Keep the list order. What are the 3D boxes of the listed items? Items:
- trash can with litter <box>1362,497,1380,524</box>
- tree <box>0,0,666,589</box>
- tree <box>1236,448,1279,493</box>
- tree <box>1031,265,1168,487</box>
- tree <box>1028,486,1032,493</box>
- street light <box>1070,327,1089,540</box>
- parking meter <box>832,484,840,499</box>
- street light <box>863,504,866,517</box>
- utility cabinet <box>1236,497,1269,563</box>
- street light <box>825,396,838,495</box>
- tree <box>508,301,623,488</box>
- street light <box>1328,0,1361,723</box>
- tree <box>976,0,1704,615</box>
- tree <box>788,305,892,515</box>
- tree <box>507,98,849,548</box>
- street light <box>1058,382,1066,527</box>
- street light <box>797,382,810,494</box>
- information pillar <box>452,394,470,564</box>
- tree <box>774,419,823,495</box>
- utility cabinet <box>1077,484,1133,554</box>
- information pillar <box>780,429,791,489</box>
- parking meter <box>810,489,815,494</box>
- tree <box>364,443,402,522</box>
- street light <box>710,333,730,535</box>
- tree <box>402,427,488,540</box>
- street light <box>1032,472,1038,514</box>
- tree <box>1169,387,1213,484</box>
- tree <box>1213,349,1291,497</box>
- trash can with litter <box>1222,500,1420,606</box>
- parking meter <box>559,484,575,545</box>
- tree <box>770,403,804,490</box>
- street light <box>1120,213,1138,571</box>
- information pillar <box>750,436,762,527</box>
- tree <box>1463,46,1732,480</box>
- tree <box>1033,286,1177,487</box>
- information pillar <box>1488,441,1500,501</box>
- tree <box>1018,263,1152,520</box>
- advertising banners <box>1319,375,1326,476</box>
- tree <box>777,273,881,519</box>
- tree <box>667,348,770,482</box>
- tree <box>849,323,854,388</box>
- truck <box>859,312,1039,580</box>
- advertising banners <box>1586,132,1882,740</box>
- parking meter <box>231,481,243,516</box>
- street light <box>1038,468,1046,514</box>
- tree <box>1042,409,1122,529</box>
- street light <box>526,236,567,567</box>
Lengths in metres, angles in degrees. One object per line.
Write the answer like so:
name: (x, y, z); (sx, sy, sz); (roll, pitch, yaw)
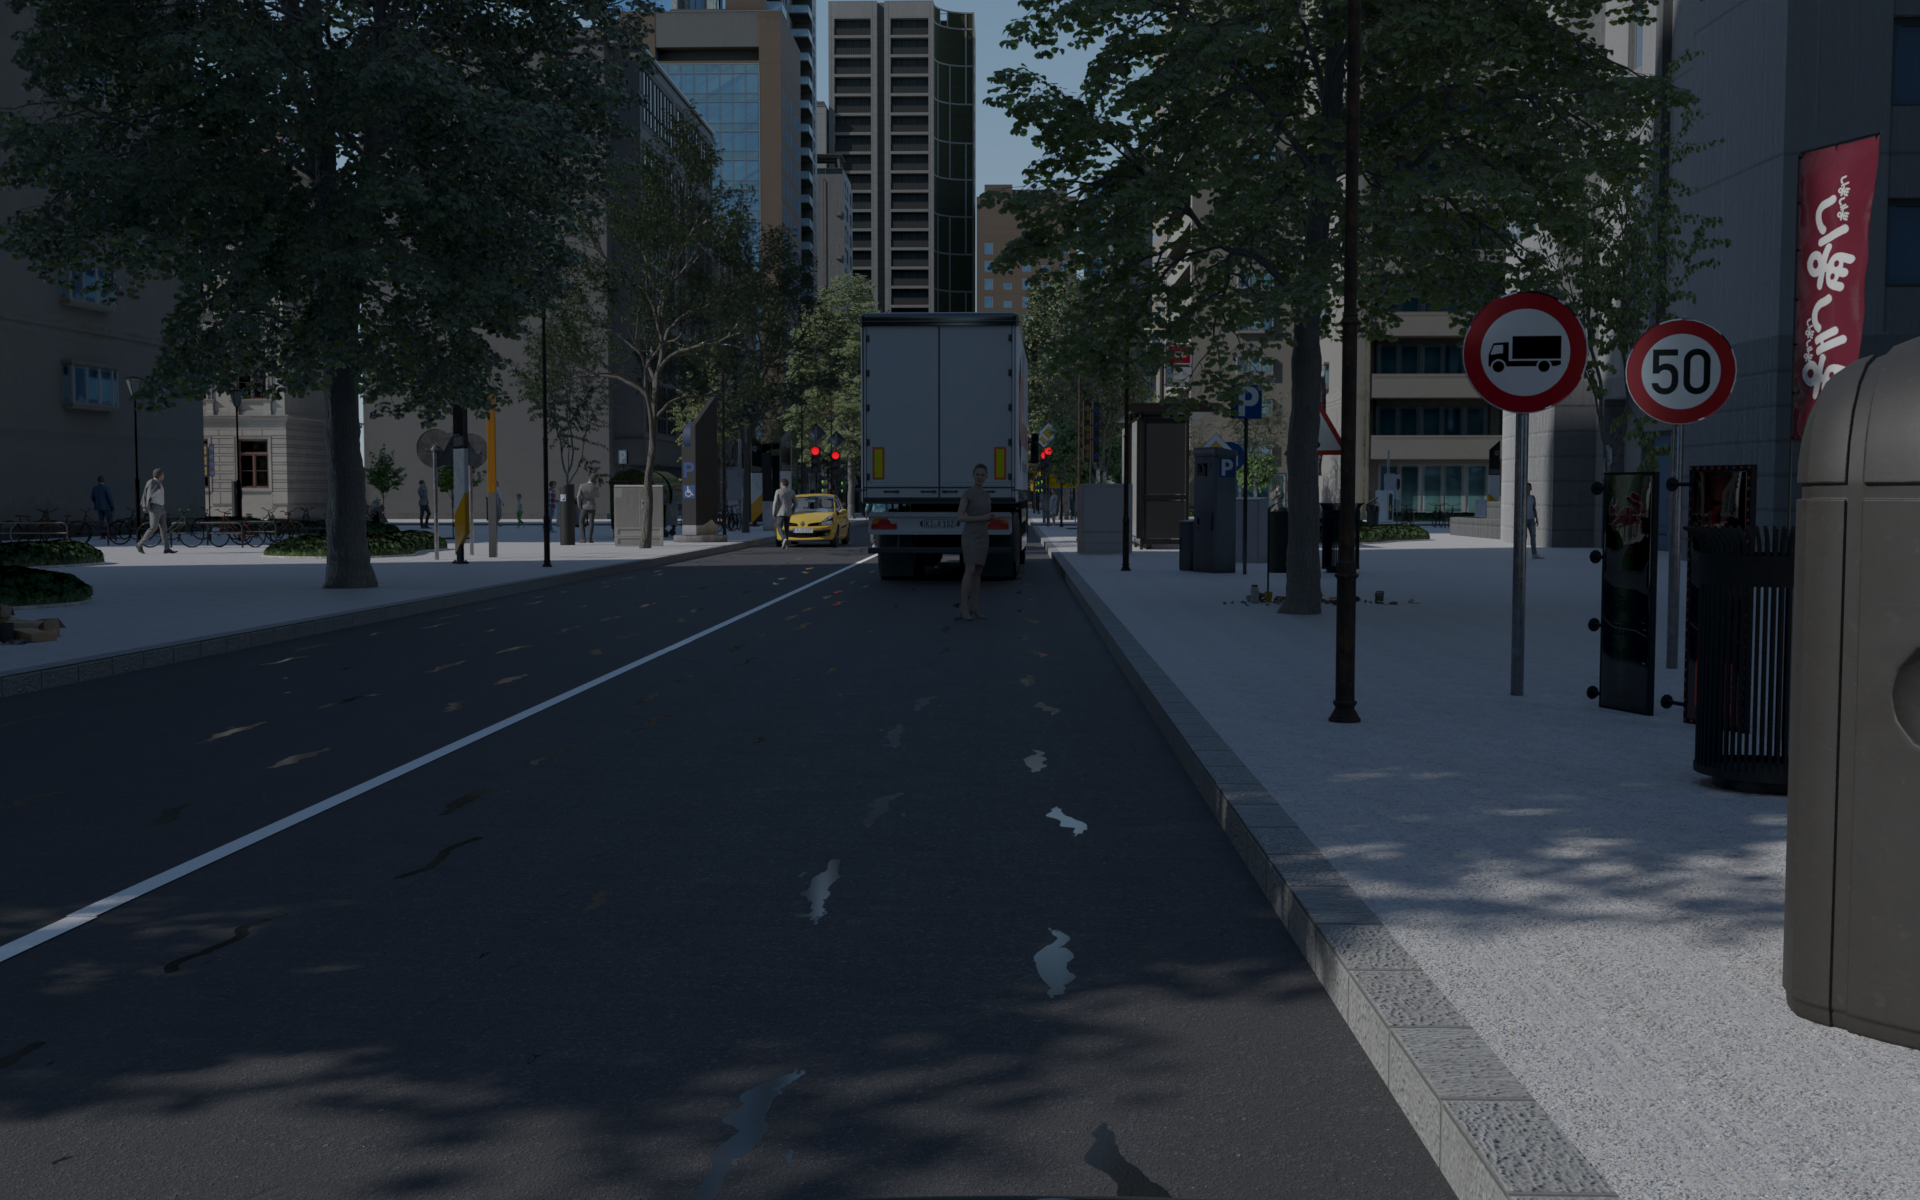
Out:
trash can with litter: (16.133, -3.508, 68.750); (1.055, 1.170, 0.624); (1, 4, 18)
tree: (-8.355, -7.133, 23.275); (9.857, 13.997, 8.962); (0, 3, 0)
tree: (20.417, -8.307, 119.528); (4.285, 4.588, 4.351); (0, 3, 0)
tree: (4.184, -6.268, 52.848); (4.360, 8.622, 3.978); (0, 3, 0)
tree: (9.160, -13.474, 214.905); (1.663, 3.219, 1.824); (0, 3, 0)
street light: (3.294, -4.587, 47.789); (0.468, 5.910, 1.993); (0, 4, 2)
parking meter: (-6.897, -5.536, 96.227); (0.255, 1.863, 0.399); (3, 5, 42)
street light: (-5.317, -7.575, 96.643); (0.468, 5.910, 1.993); (0, 4, 2)
utility cabinet: (5.315, -1.305, 32.503); (0.306, 1.237, 1.020); (-3, 4, -36)
street light: (-5.816, -6.457, 78.356); (0.468, 5.910, 1.993); (0, 4, 2)
tree: (-14.049, -6.824, 61.932); (4.360, 8.622, 3.978); (0, 3, 0)
street light: (2.171, -2.251, 9.596); (0.468, 5.910, 1.993); (0, 4, 2)
tree: (4.098, -6.124, 18.256); (7.486, 12.596, 7.792); (0, 3, 0)
tree: (-5.567, -11.461, 104.398); (9.611, 12.733, 9.660); (0, 3, 0)
tree: (-7.097, -6.493, 40.571); (7.601, 10.594, 8.767); (0, 4, 5)
street light: (3.947, -5.773, 67.184); (0.468, 5.910, 1.993); (0, 4, 2)
street light: (-6.195, -5.816, 67.882); (0.468, 5.910, 1.993); (0, 4, 2)
information pillar: (-9.148, -2.469, 31.725); (0.183, 3.616, 0.504); (-3, 5, -39)
tree: (-12.280, -11.254, 134.372); (4.360, 8.622, 3.978); (0, 3, 0)
utility cabinet: (3.090, -1.731, 36.977); (1.173, 1.500, 0.318); (-1, 4, -22)
information pillar: (-6.294, -4.355, 62.554); (0.183, 3.616, 0.504); (3, 5, 41)
parking meter: (-6.946, -4.493, 81.872); (0.372, 1.533, 0.369); (0, 3, 0)
tree: (-21.538, -4.311, 65.094); (1.663, 3.219, 1.824); (0, 3, 0)
street light: (-6.722, -4.678, 49.266); (0.468, 5.910, 1.993); (0, 4, 2)
tree: (-14.463, -3.337, 49.163); (1.663, 3.219, 1.824); (0, 3, 0)
street light: (5.824, -9.669, 130.874); (0.468, 5.910, 1.993); (0, 4, 2)
tree: (15.122, -9.993, 113.747); (4.360, 8.622, 3.978); (0, 3, 0)
tree: (14.852, -8.339, 86.699); (4.360, 8.622, 3.978); (0, 3, 0)
trash can with litter: (4.275, -0.572, 20.402); (2.233, 1.210, 1.678); (1, 4, 14)
parking meter: (-9.857, -2.144, 43.469); (0.372, 1.533, 0.369); (0, 3, 0)
tree: (-11.899, -10.235, 117.700); (4.737, 8.622, 4.395); (0, 3, 0)
street light: (2.771, -3.424, 28.771); (0.468, 5.910, 1.993); (0, 4, 2)
information pillar: (-8.011, -4.693, 68.085); (0.504, 3.616, 0.183); (-3, 4, -38)
tree: (10.277, -4.728, 27.657); (4.737, 8.622, 4.395); (0, 3, 0)
tree: (4.874, -6.602, 58.301); (4.737, 8.622, 4.395); (0, 3, 0)
information pillar: (23.291, -5.145, 75.476); (0.504, 3.616, 0.183); (0, 4, -5)
tree: (5.330, -10.335, 85.980); (9.611, 12.733, 9.660); (0, 3, 0)
advertising banners: (5.378, -1.858, 26.571); (0.090, 3.025, 2.074); (0, 4, 1)
tree: (-6.044, -10.484, 89.546); (7.486, 12.596, 7.792); (0, 3, 0)
tree: (-12.128, -8.071, 82.321); (4.737, 8.622, 4.395); (0, 3, 0)
tree: (-7.207, -7.483, 56.757); (8.767, 10.594, 7.601); (1, 4, 13)
truck: (0.001, -2.657, 32.353); (2.839, 4.237, 11.283); (0, 4, 3)
advertising banners: (4.138, -0.810, 9.434); (0.090, 3.025, 2.074); (-1, 4, -17)
parking meter: (-31.932, -4.330, 76.509); (0.255, 1.863, 0.399); (3, 4, 38)
street light: (4.605, -7.380, 93.449); (0.468, 5.910, 1.993); (0, 4, 2)
tree: (4.558, -4.883, 63.543); (4.285, 4.588, 4.351); (0, 3, 0)
street light: (-7.275, -3.520, 30.346); (0.468, 5.910, 1.993); (0, 4, 2)
